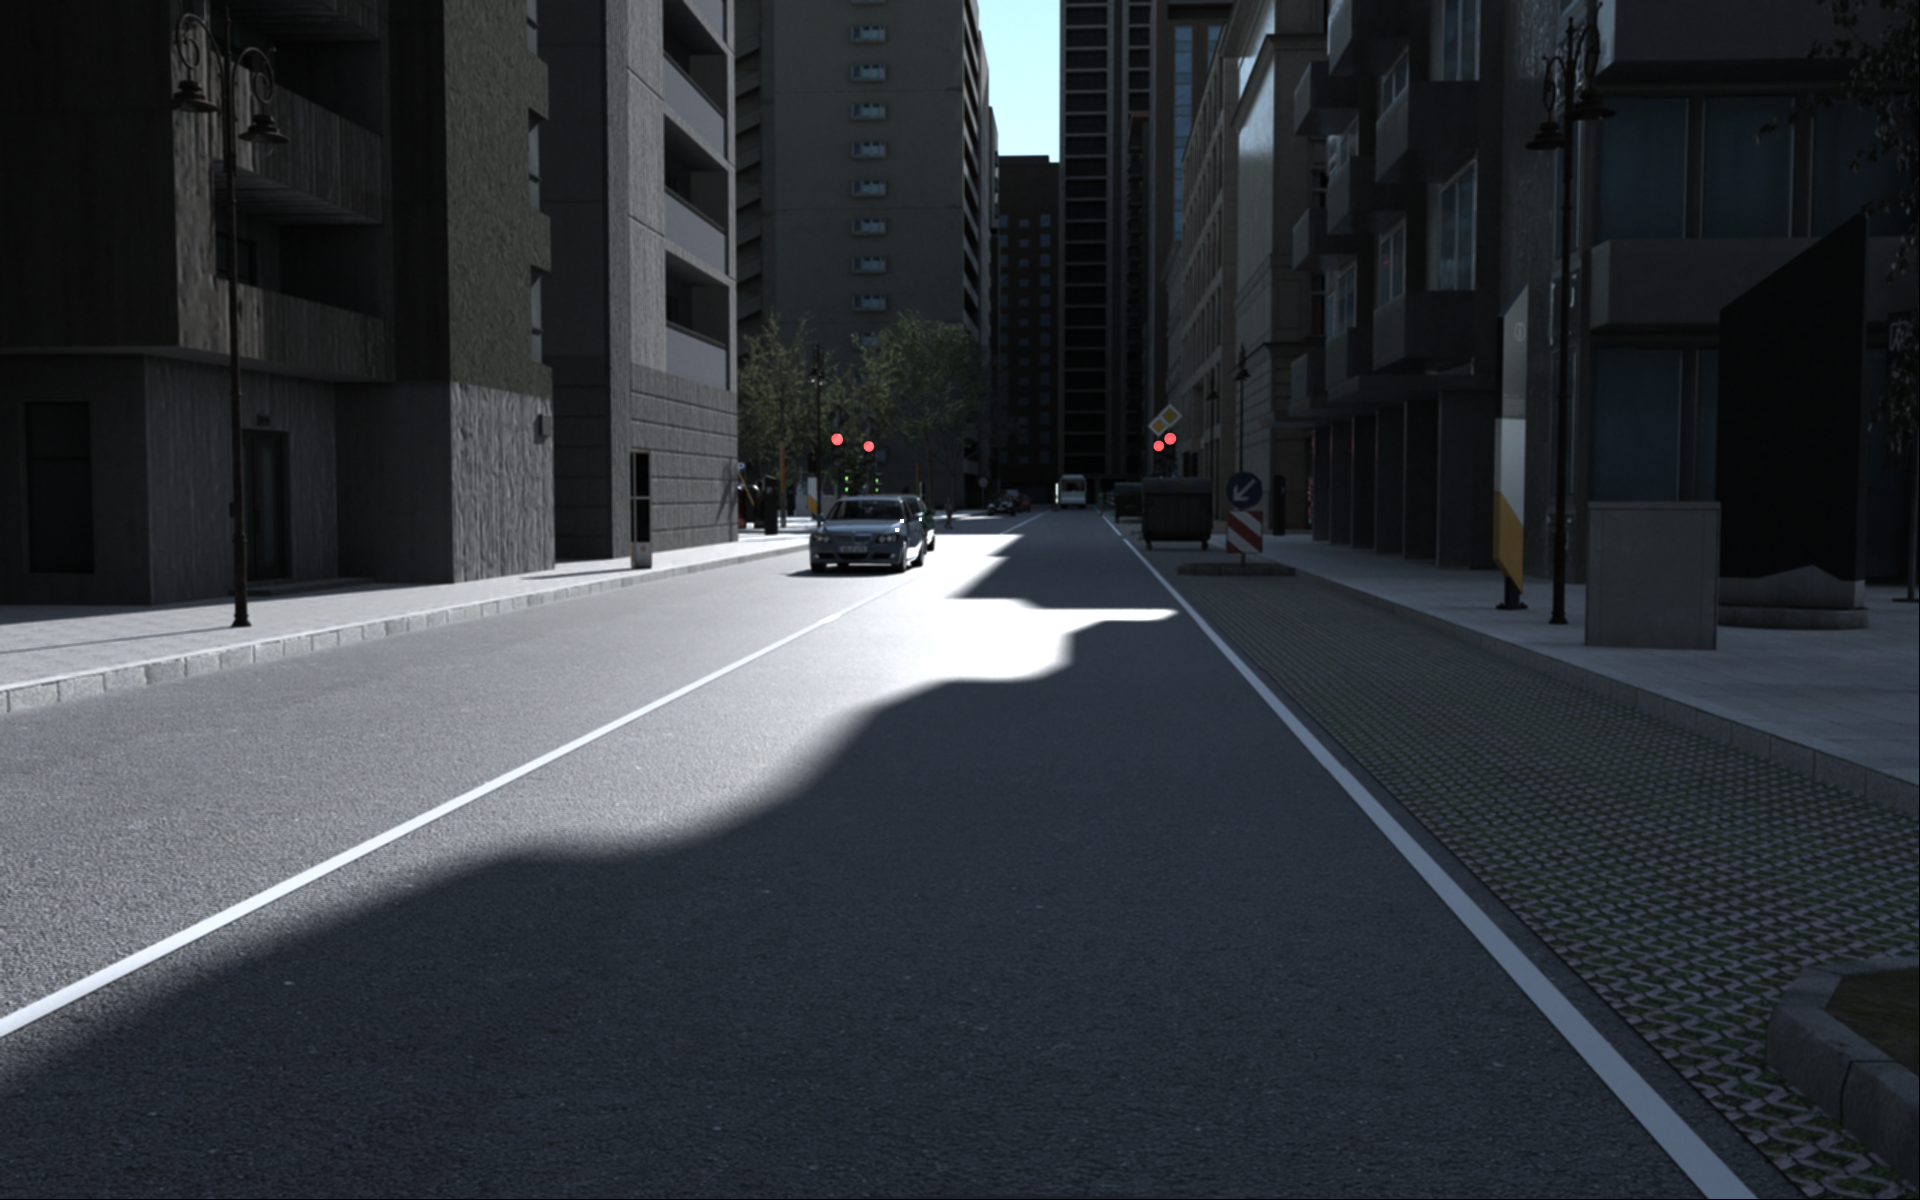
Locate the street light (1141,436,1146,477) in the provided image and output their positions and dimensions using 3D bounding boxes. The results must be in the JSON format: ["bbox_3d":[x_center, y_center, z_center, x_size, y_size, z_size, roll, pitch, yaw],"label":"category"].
[{"bbox_3d":[14.360,-9.979,135.948,0.468,5.910,1.993,0,4,4],"label":"street light"}]

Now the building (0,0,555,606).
[{"bbox_3d":[-14.394,-15.325,22.269,14.160,30.474,14.107,0,4,4],"label":"building"}]

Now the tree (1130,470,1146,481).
[{"bbox_3d":[14.637,-8.796,138.421,1.663,3.219,1.824,0,3,0],"label":"tree"}]

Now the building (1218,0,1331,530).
[{"bbox_3d":[25.803,-14.343,67.797,30.059,22.955,16.112,0,4,4],"label":"building"}]

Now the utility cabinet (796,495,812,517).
[{"bbox_3d":[-8.769,-5.294,97.726,1.020,1.237,0.306,1,4,22],"label":"utility cabinet"}]

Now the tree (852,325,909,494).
[{"bbox_3d":[-4.024,-7.683,75.974,4.360,8.622,3.978,0,3,0],"label":"tree"}]

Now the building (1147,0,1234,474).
[{"bbox_3d":[23.027,-30.302,145.545,14.600,45.320,14.200,0,4,4],"label":"building"}]

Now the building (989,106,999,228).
[{"bbox_3d":[-6.545,-35.365,201.914,21.600,48.544,21.300,0,4,4],"label":"building"}]

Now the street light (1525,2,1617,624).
[{"bbox_3d":[5.917,-2.701,16.950,0.468,5.910,1.993,0,4,4],"label":"street light"}]

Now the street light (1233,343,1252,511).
[{"bbox_3d":[8.611,-4.906,53.002,0.468,5.910,1.993,0,4,4],"label":"street light"}]

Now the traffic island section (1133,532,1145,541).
[{"bbox_3d":[6.494,-1.917,53.630,2.009,0.180,2.903,0,4,4],"label":"traffic island section"}]

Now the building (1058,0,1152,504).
[{"bbox_3d":[23.503,-48.355,228.862,20.611,71.187,20.563,0,4,4],"label":"building"}]

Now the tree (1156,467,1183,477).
[{"bbox_3d":[11.813,-6.290,97.435,1.663,3.219,1.824,0,3,0],"label":"tree"}]

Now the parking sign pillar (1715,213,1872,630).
[{"bbox_3d":[8.129,-1.740,16.917,1.447,3.967,1.447,3,5,39],"label":"parking sign pillar"}]

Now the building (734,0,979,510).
[{"bbox_3d":[-9.622,-32.076,148.144,21.300,48.544,21.600,0,4,4],"label":"building"}]

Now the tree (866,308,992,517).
[{"bbox_3d":[-1.768,-10.514,97.652,9.928,11.665,9.643,0,3,0],"label":"tree"}]

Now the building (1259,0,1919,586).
[{"bbox_3d":[19.159,-25.424,35.299,23.786,49.044,30.456,0,4,4],"label":"building"}]

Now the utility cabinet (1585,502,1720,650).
[{"bbox_3d":[5.797,-0.205,14.509,1.020,1.237,0.306,2,4,24],"label":"utility cabinet"}]

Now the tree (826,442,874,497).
[{"bbox_3d":[-4.012,-4.253,64.131,1.663,3.219,1.824,0,3,0],"label":"tree"}]

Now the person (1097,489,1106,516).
[{"bbox_3d":[9.264,-6.403,113.442,0.600,1.795,0.529,1,4,13],"label":"person"}]

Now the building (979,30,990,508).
[{"bbox_3d":[-4.502,-31.551,165.977,14.600,45.320,14.200,0,4,4],"label":"building"}]

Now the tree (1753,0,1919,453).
[{"bbox_3d":[6.621,-3.706,10.950,4.360,8.622,3.978,0,3,0],"label":"tree"}]

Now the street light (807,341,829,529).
[{"bbox_3d":[-4.282,-4.875,52.499,0.468,5.910,1.993,0,4,4],"label":"street light"}]

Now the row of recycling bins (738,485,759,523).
[{"bbox_3d":[-10.571,-4.378,78.696,3.534,1.692,1.069,2,4,31],"label":"row of recycling bins"}]

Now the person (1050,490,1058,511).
[{"bbox_3d":[7.958,-8.363,145.685,0.683,1.767,0.568,-3,5,-39],"label":"person"}]

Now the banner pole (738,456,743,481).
[{"bbox_3d":[-14.556,-7.640,114.923,0.401,3.779,0.863,1,4,22],"label":"banner pole"}]

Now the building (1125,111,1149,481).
[{"bbox_3d":[29.936,-33.083,195.538,22.147,44.769,28.867,0,4,4],"label":"building"}]

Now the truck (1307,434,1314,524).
[{"bbox_3d":[16.625,-4.182,57.288,11.283,4.237,2.839,0,4,6],"label":"truck"}]

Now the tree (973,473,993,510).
[{"bbox_3d":[2.092,-9.108,143.518,1.663,3.219,1.824,0,3,0],"label":"tree"}]

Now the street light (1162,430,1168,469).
[{"bbox_3d":[11.802,-7.784,100.057,0.468,5.910,1.993,0,4,4],"label":"street light"}]

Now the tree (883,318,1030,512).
[{"bbox_3d":[-0.519,-12.947,122.059,12.009,13.543,11.850,0,3,0],"label":"tree"}]

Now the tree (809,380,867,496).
[{"bbox_3d":[-7.715,-9.782,110.290,4.737,8.622,4.395,0,3,0],"label":"tree"}]

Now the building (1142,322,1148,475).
[{"bbox_3d":[31.968,-19.704,167.203,27.650,21.520,28.899,0,4,4],"label":"building"}]

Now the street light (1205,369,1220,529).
[{"bbox_3d":[9.328,-5.589,64.160,0.468,5.910,1.993,0,4,4],"label":"street light"}]

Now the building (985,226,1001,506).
[{"bbox_3d":[-3.122,-25.018,180.741,14.160,30.474,14.107,0,4,4],"label":"building"}]

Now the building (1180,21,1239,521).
[{"bbox_3d":[23.086,-17.917,97.451,19.350,26.468,34.151,0,4,4],"label":"building"}]

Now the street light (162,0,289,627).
[{"bbox_3d":[-6.968,-2.681,16.617,0.468,5.910,1.993,0,4,4],"label":"street light"}]

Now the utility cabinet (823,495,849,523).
[{"bbox_3d":[-5.131,-3.699,71.638,1.020,1.237,0.306,0,4,2],"label":"utility cabinet"}]

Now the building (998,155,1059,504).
[{"bbox_3d":[5.955,-35.360,228.251,14.200,45.320,14.600,0,4,4],"label":"building"}]

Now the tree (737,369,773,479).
[{"bbox_3d":[-12.665,-9.041,98.181,4.737,8.622,4.395,0,3,0],"label":"tree"}]

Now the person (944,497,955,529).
[{"bbox_3d":[-0.429,-3.552,70.848,0.475,1.303,0.640,-3,5,-41],"label":"person"}]

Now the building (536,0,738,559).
[{"bbox_3d":[-20.308,-30.570,41.815,28.212,58.520,21.231,0,4,4],"label":"building"}]

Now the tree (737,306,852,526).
[{"bbox_3d":[-6.763,-7.238,68.706,4.360,8.622,3.978,0,3,0],"label":"tree"}]

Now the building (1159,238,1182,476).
[{"bbox_3d":[20.659,-17.691,125.409,11.583,22.565,21.152,0,4,4],"label":"building"}]

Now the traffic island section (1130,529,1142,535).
[{"bbox_3d":[7.059,-2.405,61.595,2.009,0.180,2.903,0,4,4],"label":"traffic island section"}]

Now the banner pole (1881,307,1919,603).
[{"bbox_3d":[11.314,-1.880,20.756,0.401,3.779,0.863,0,4,-5],"label":"banner pole"}]
